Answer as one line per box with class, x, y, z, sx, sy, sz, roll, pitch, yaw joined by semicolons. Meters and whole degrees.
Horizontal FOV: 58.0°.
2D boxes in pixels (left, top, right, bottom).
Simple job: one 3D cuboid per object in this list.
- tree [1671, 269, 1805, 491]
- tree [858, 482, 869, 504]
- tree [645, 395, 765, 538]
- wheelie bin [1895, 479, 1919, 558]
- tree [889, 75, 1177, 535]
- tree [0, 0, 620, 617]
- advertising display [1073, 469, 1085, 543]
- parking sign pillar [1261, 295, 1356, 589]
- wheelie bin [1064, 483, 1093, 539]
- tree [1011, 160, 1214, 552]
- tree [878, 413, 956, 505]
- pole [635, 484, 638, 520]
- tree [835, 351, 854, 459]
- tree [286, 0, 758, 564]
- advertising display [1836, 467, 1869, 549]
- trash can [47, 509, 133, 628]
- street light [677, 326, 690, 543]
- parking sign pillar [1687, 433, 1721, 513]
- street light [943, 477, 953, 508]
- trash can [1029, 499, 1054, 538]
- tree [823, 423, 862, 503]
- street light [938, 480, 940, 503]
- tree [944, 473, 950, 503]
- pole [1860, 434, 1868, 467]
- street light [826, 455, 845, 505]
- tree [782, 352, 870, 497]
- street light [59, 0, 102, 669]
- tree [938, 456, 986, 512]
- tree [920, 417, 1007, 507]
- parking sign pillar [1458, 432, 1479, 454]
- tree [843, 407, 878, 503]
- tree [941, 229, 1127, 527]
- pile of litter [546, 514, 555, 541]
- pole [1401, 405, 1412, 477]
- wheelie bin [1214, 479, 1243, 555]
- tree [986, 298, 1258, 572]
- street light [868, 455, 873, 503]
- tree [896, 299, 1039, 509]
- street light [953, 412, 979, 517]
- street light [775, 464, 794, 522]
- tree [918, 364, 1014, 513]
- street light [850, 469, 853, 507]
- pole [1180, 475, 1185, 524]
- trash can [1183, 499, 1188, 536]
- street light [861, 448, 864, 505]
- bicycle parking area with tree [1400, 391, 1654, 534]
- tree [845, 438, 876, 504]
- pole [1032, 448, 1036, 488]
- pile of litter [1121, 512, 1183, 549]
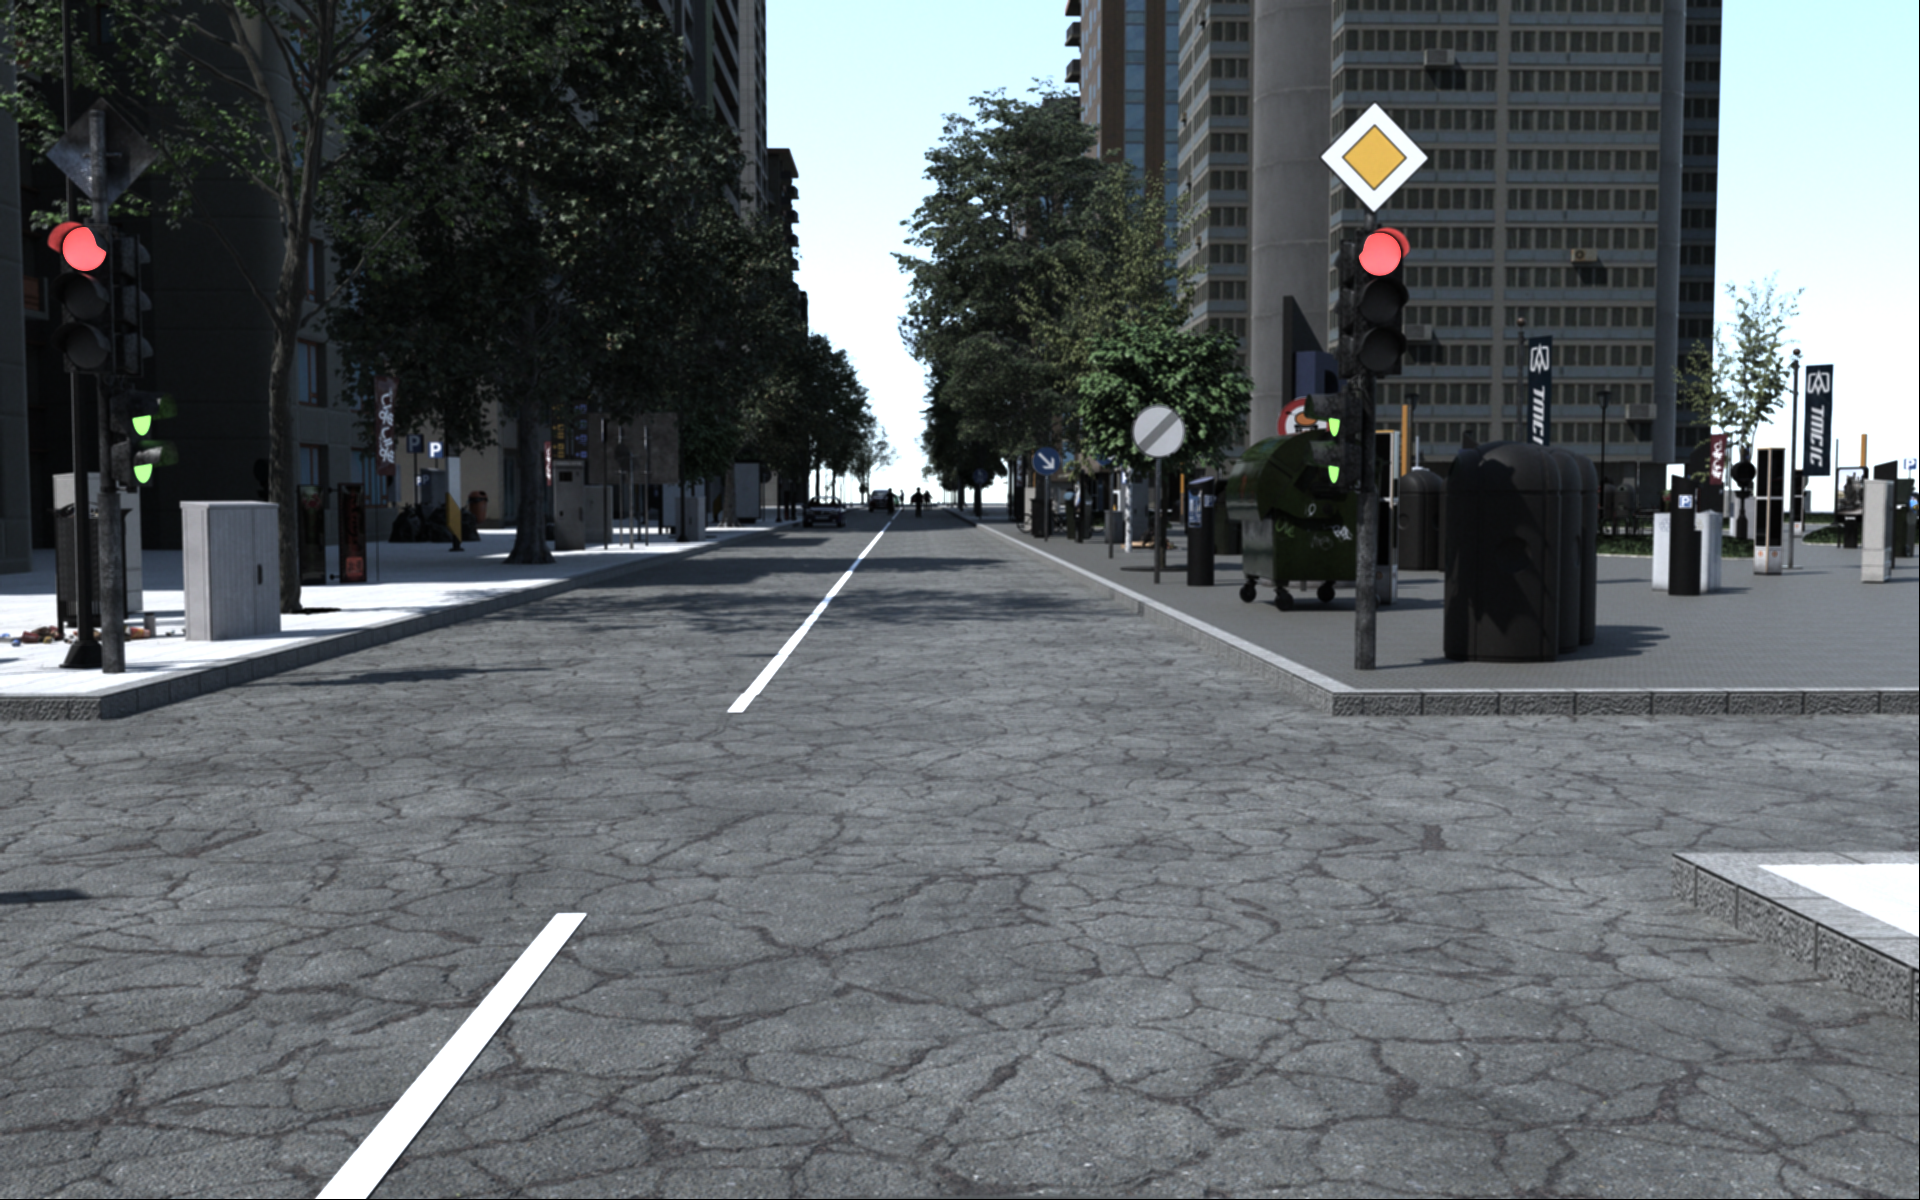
tree;26.048;-6.558;57.579;4.737;8.622;4.395;0;3;0
tree;-13.106;-14.759;235.909;1.663;3.219;1.824;0;3;0
tree;-7.966;-4.114;50.981;4.285;4.588;4.351;0;3;0
wheelie bin;19.069;-1.676;35.316;0.693;1.594;0.980;-3;5;-41
tree;2.674;-8.981;53.499;9.857;13.997;8.962;0;3;0
tree;-7.153;-5.664;18.358;9.928;11.665;9.643;0;3;0
advertising display;3.129;-2.466;45.527;0.123;1.923;0.974;0;4;-6
parking sign pillar;4.942;-2.178;24.075;1.447;3.967;1.447;3;4;36
wheelie bin;3.344;-2.527;49.225;0.693;1.594;0.980;2;4;26
tree;3.570;-5.378;38.291;4.737;8.622;4.395;0;3;0
tree;-0.665;-17.590;197.969;12.009;13.543;11.850;0;3;0
pole;-16.125;-5.668;86.521;0.158;3.312;0.155;0;3;0
tree;-8.790;-9.154;66.674;9.611;12.733;9.660;0;3;0
tree;-7.936;-7.024;31.854;9.611;12.733;9.660;0;3;0
advertising display;21.078;-2.185;40.939;0.123;1.923;0.974;-1;4;-9
trash can;-8.420;-0.315;16.798;0.748;1.137;0.748;0;3;0
street light;-6.809;-4.480;45.784;1.470;5.913;1.316;0;4;-2
parking sign pillar;33.057;-5.415;77.010;1.447;3.967;1.447;0;4;0
street light;-0.409;-9.697;131.080;1.470;5.913;1.316;0;4;-2
trash can;2.406;-2.405;50.983;0.748;1.137;0.748;0;3;0
tree;-10.946;-12.729;158.486;4.737;8.622;4.395;0;3;0
street light;-1.302;-11.724;164.220;1.470;5.913;1.316;0;4;-2
tree;-1.771;-17.534;237.048;4.360;8.622;3.978;0;3;0
pole;30.493;-3.954;58.492;0.158;3.312;0.155;0;3;0
street light;-8.876;-9.131;121.828;1.470;5.913;1.316;0;4;-2
tree;-10.323;-12.986;130.451;7.486;12.596;7.792;0;3;0
street light;-5.947;-2.456;12.696;1.470;5.913;1.316;0;4;-2
tree;1.203;-8.766;127.044;4.285;4.588;4.351;0;3;0
tree;0.375;-15.638;172.692;9.611;12.733;9.660;0;3;0
parking sign pillar;22.034;-5.262;74.506;1.447;3.967;1.447;-2;4;-31
tree;-13.215;-20.518;245.831;12.009;13.543;11.850;0;3;0
tree;2.844;-8.639;67.008;9.928;11.665;9.643;0;3;0
pile of litter;-11.603;-2.087;48.082;1.719;0.858;1.176;1;4;23
pole;10.219;-2.804;39.693;0.158;3.312;0.155;0;3;0
wheelie bin;5.708;-1.755;36.609;0.980;1.594;0.693;-2;4;-30
tree;3.406;-2.779;29.155;4.285;4.588;4.351;0;3;0
street light;-11.081;-14.263;205.735;1.470;5.913;1.316;0;4;-2
tree;1.173;-17.984;149.924;12.611;20.169;13.585;0;3;0
street light;0.488;-7.650;97.612;1.470;5.913;1.316;0;4;-2
street light;-7.726;-6.503;78.871;1.470;5.913;1.316;0;4;-2
tree;0.774;-12.101;115.980;7.486;12.596;7.792;0;3;0
street light;-9.816;-11.163;155.061;1.470;5.913;1.316;0;4;-2
pole;9.600;-4.944;74.684;0.158;3.312;0.155;0;3;0
trash can;7.204;-2.536;53.114;0.748;1.137;0.748;0;3;0
street light;-10.302;-12.237;172.609;1.470;5.913;1.316;0;4;-2
bicycle parking area with tree;15.358;-3.781;48.823;8.231;4.147;9.016;2;4;26
tree;-13.045;-17.047;229.084;4.360;8.622;3.978;0;3;0
pole;3.145;-4.845;73.065;0.158;3.312;0.155;0;3;0
pile of litter;4.494;-1.637;40.726;1.176;0.858;1.719;-2;4;-24
